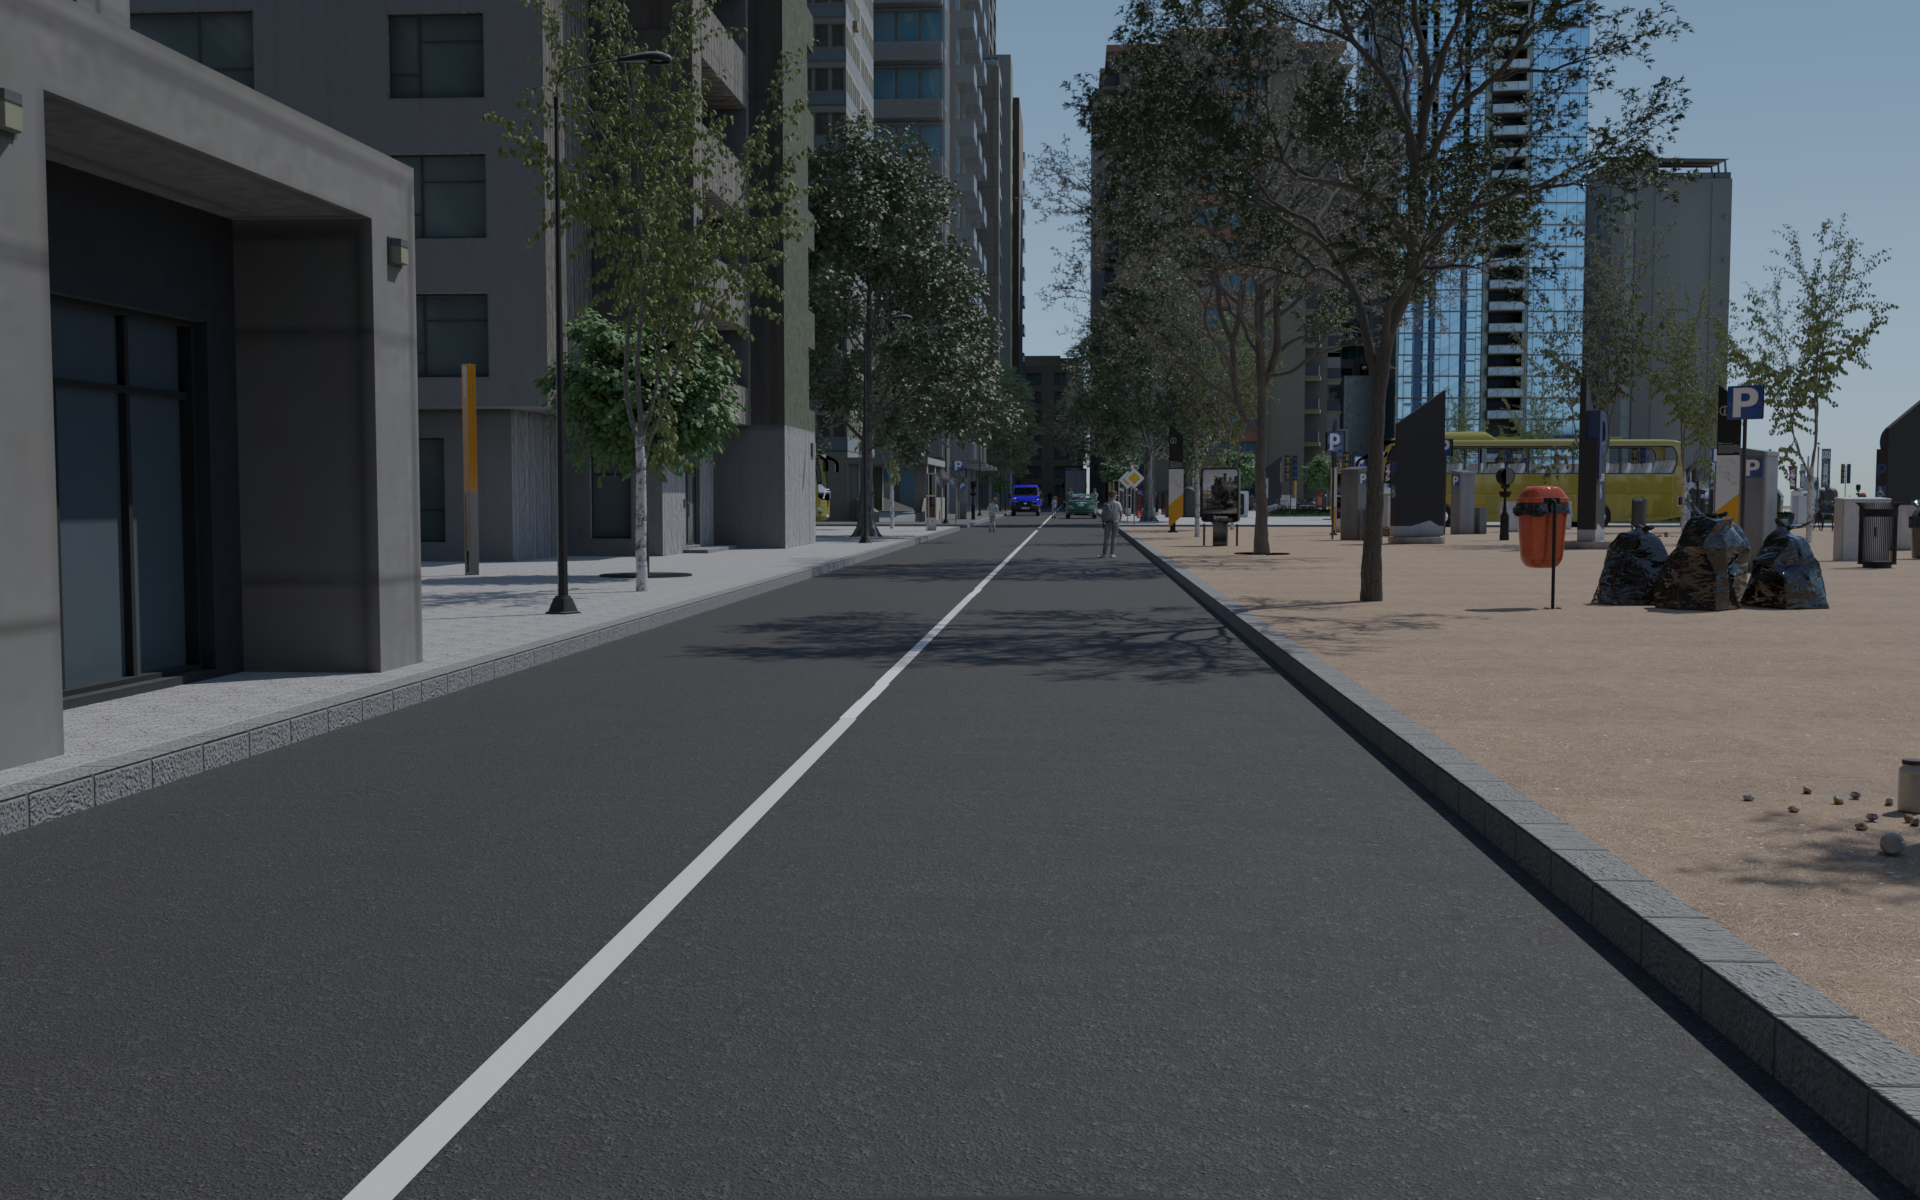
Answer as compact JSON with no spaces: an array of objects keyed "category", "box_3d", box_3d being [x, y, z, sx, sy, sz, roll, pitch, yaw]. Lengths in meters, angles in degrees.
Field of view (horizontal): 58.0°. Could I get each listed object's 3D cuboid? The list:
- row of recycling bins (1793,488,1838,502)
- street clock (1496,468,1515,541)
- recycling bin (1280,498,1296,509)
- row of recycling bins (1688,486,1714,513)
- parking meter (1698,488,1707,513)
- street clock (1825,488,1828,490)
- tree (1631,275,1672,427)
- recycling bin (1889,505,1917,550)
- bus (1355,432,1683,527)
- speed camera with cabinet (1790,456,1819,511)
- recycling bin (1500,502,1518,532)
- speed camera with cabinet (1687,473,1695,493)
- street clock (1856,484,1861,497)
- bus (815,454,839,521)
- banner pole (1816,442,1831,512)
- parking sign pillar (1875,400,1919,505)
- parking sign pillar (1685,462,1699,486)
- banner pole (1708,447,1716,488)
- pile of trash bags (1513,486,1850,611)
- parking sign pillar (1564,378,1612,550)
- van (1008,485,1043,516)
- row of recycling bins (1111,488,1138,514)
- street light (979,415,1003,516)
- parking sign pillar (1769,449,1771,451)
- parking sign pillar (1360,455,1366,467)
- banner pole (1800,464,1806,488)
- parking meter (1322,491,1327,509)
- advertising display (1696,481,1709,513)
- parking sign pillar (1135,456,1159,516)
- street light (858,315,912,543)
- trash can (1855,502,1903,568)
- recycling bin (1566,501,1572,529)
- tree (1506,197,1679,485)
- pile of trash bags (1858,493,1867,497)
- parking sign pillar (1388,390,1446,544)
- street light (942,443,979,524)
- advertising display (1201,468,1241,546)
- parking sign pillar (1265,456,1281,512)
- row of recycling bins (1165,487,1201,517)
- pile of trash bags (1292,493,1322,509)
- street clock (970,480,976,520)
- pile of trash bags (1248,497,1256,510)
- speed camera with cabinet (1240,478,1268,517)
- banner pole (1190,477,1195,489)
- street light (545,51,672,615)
[{"category":"row of recycling bins","box_3d":[54.335,-6.301,110.138,1.069,1.692,3.534,-1,4,-16]},{"category":"street clock","box_3d":[15.060,-2.648,47.871,0.471,2.002,0.358,-1,4,-19]},{"category":"recycling bin","box_3d":[20.608,-5.888,108.821,0.722,1.027,0.722,-3,5,-44]},{"category":"row of recycling bins","box_3d":[38.110,-4.950,88.041,1.069,1.692,3.534,0,4,-4]},{"category":"parking meter","box_3d":[33.578,-4.276,78.331,0.372,1.533,0.369,0,3,0]},{"category":"street clock","box_3d":[62.708,-7.384,125.300,0.358,2.002,0.471,1,4,14]},{"category":"tree","box_3d":[24.798,-6.616,58.531,4.737,8.622,4.395,0,3,0]},{"category":"recycling bin","box_3d":[21.718,-1.669,39.835,0.722,1.027,0.722,3,5,41]},{"category":"bus","box_3d":[22.166,-4.738,69.016,12.252,3.916,2.896,0,4,4]},{"category":"speed camera with cabinet","box_3d":[43.630,-5.814,89.394,2.038,3.252,0.660,-3,5,-40]},{"category":"recycling bin","box_3d":[18.718,-2.816,58.595,0.722,1.027,0.722,0,4,2]},{"category":"speed camera with cabinet","box_3d":[58.997,-8.808,138.339,2.038,3.252,0.660,0,4,8]},{"category":"street clock","box_3d":[65.614,-7.460,126.546,0.358,2.002,0.471,1,4,12]},{"category":"bus","box_3d":[-11.289,-4.901,71.672,12.252,3.916,2.896,0,4,5]},{"category":"banner pole","box_3d":[41.698,-5.733,83.757,0.863,3.779,0.401,0,4,-2]},{"category":"parking sign pillar","box_3d":[26.216,-3.659,48.303,1.447,3.967,1.447,-1,4,-18]},{"category":"parking sign pillar","box_3d":[60.070,-9.417,142.438,1.447,3.967,1.447,-2,4,-26]},{"category":"banner pole","box_3d":[35.715,-5.618,81.863,0.863,3.779,0.401,-1,4,-22]},{"category":"pile of trash bags","box_3d":[7.950,-0.613,19.783,3.447,1.369,1.912,-1,4,-11]},{"category":"parking sign pillar","box_3d":[14.847,-3.192,40.655,1.447,3.967,1.447,2,4,29]},{"category":"van","box_3d":[4.351,-6.735,114.506,2.240,2.365,5.245,0,4,3]},{"category":"row of recycling bins","box_3d":[10.790,-6.315,110.369,1.069,1.692,3.534,3,5,42]},{"category":"street light","box_3d":[1.704,-7.878,101.349,1.470,5.913,1.316,0,4,4]},{"category":"parking sign pillar","box_3d":[47.612,-7.011,103.107,1.447,3.967,1.447,-2,4,-24]},{"category":"parking sign pillar","box_3d":[27.534,-7.976,118.874,1.447,3.967,1.447,0,4,2]},{"category":"banner pole","box_3d":[61.629,-8.341,126.388,0.863,3.779,0.401,-1,4,-12]},{"category":"parking meter","box_3d":[27.680,-7.537,131.641,0.372,1.533,0.369,0,3,0]},{"category":"advertising display","box_3d":[35.816,-4.790,83.524,0.974,1.923,0.123,-3,4,-37]},{"category":"parking sign pillar","box_3d":[11.069,-6.986,102.699,1.447,3.967,1.447,3,4,38]},{"category":"street light","box_3d":[-1.940,-4.435,45.056,1.470,5.913,1.316,0,4,4]},{"category":"trash can","box_3d":[15.971,-1.130,30.134,0.748,1.137,0.748,0,3,0]},{"category":"recycling bin","box_3d":[21.746,-3.086,63.008,0.722,1.027,0.722,-1,4,-10]},{"category":"tree","box_3d":[16.144,-5.716,43.822,4.360,8.622,3.978,0,3,0]},{"category":"pile of trash bags","box_3d":[47.503,-5.036,92.088,3.447,1.369,1.912,1,4,12]},{"category":"parking sign pillar","box_3d":[11.857,-3.450,44.877,1.447,3.967,1.447,0,4,-8]},{"category":"street light","box_3d":[-0.068,-6.247,74.672,1.470,5.913,1.316,0,4,4]},{"category":"advertising display","box_3d":[6.439,-2.298,42.792,0.974,1.923,0.123,2,4,27]},{"category":"parking sign pillar","box_3d":[22.207,-8.255,123.443,1.447,3.967,1.447,-1,4,-14]},{"category":"row of recycling bins","box_3d":[13.055,-5.408,95.540,3.534,1.692,1.069,-1,4,-12]},{"category":"pile of trash bags","box_3d":[27.643,-7.808,137.406,1.912,1.369,3.447,-2,4,-33]},{"category":"street clock","box_3d":[0.661,-5.016,86.584,0.358,2.002,0.471,0,4,7]},{"category":"pile of trash bags","box_3d":[22.844,-7.878,138.563,1.912,1.369,3.447,1,4,10]},{"category":"speed camera with cabinet","box_3d":[15.989,-6.203,95.760,2.038,3.252,0.660,1,4,11]},{"category":"banner pole","box_3d":[19.287,-9.411,143.883,0.401,3.779,0.863,-2,4,-34]},{"category":"street light","box_3d":[-3.723,-2.804,18.381,1.470,5.913,1.316,0,4,4]}]
